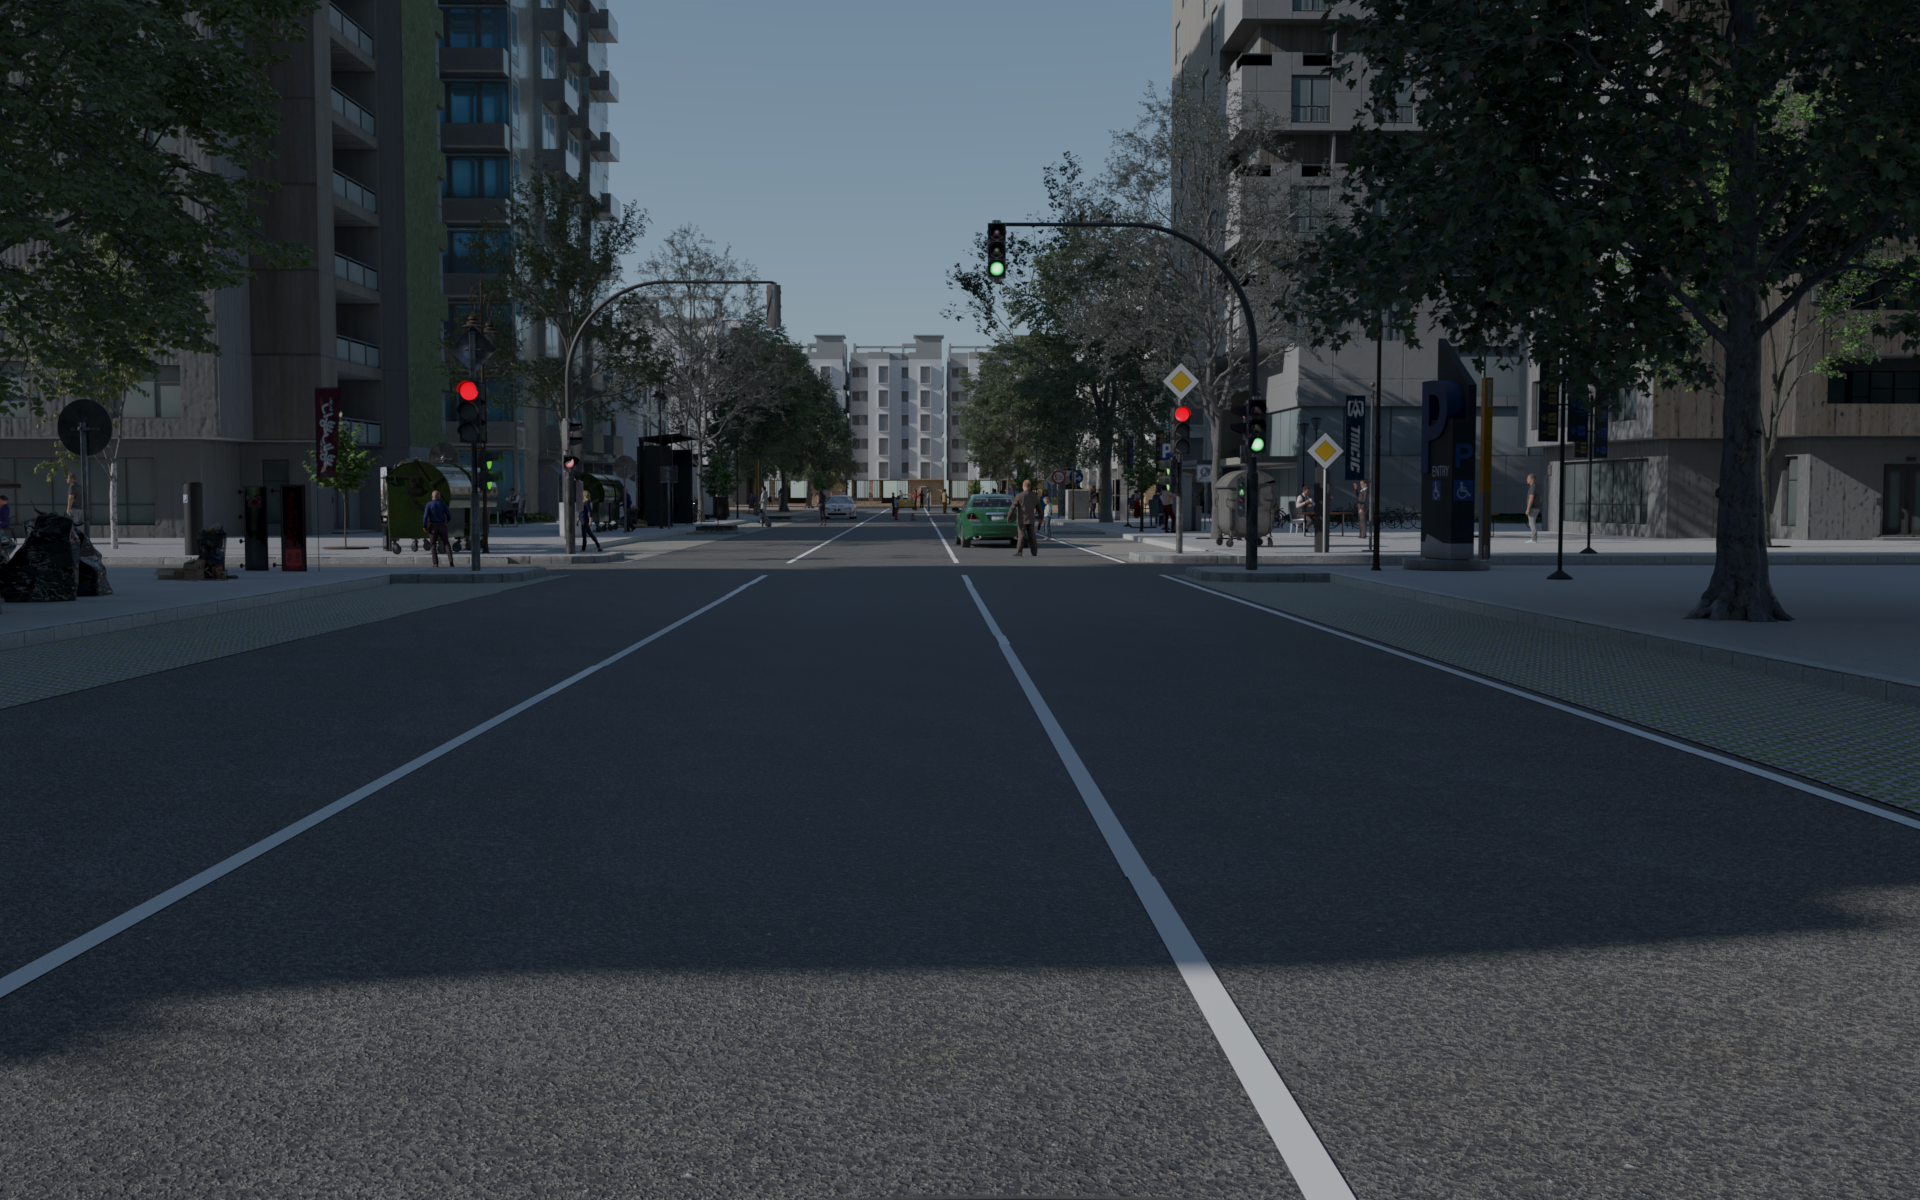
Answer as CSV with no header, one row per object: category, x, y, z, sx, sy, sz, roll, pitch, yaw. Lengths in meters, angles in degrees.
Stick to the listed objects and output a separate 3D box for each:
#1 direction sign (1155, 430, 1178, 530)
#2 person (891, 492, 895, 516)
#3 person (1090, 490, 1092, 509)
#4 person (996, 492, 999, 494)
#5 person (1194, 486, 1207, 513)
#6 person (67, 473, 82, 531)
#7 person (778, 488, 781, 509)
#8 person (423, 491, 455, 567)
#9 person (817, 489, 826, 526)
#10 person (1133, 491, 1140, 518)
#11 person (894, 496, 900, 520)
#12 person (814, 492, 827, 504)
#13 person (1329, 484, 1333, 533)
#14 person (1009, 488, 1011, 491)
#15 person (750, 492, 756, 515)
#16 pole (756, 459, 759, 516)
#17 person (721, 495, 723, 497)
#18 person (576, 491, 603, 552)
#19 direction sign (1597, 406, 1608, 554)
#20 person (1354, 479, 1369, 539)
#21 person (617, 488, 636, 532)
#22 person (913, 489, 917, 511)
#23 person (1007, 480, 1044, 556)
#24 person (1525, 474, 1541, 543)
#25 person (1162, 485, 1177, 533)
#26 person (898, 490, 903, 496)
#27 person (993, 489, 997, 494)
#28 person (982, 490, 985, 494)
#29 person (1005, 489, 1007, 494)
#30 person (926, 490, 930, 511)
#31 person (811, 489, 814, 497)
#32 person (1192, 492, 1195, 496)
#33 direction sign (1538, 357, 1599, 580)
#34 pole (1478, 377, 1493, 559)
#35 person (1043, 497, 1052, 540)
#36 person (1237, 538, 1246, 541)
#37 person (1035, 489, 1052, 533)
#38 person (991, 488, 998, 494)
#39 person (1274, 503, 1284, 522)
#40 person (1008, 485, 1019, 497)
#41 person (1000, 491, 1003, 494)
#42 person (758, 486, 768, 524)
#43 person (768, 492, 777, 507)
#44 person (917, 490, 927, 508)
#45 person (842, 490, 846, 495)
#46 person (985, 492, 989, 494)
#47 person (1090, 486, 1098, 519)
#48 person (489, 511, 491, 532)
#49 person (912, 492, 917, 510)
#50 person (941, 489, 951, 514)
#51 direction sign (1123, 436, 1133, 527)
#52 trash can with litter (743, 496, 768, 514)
direction sign,7.368,-4.271,61.820,0.876,3.537,0.379,-1,4,-22
person,-4.184,-6.112,110.694,0.388,1.546,0.482,-1,4,-14
person,11.416,-8.744,150.469,0.593,1.643,0.415,3,5,41
person,3.786,-10.590,180.128,0.756,1.711,0.436,1,4,9
person,15.982,-6.616,114.352,1.348,1.807,0.705,-3,5,-41
person,-22.436,-2.305,43.857,0.434,1.807,0.598,1,4,11
person,-13.812,-7.773,133.807,0.551,1.740,0.621,-3,4,-38
person,-10.069,-1.371,33.607,0.574,1.496,0.600,0,4,-2
person,-6.211,-4.140,77.660,0.415,1.643,0.593,1,4,11
person,9.440,-5.124,92.293,0.387,1.526,0.523,-1,4,-23
person,-3.481,-5.071,95.323,0.435,1.345,0.340,2,4,32
person,-13.777,-10.053,170.497,1.348,1.812,0.705,1,4,15
person,11.997,-3.007,56.672,0.415,1.643,0.593,1,4,17
person,4.311,-8.962,152.583,0.705,1.822,1.348,-3,4,-37
person,-12.572,-5.890,105.573,0.421,1.427,0.697,2,4,25
pole,-11.910,-6.603,101.809,0.158,3.312,0.155,0,3,0
person,-14.381,-5.974,104.664,0.436,1.711,0.756,-1,4,-17
person,-8.772,-1.826,40.895,0.613,1.512,0.480,-3,5,-42
direction sign,13.544,-2.766,37.214,0.876,3.537,0.379,-1,4,-21
person,11.540,-2.643,50.066,0.445,1.727,0.742,-2,4,-31
person,-11.286,-3.037,58.388,0.600,1.496,0.574,0,4,5
person,-3.817,-8.479,147.074,0.705,1.831,1.348,0,4,-3
person,1.490,-1.888,39.930,0.990,1.755,0.434,-2,4,-25
person,14.962,-2.393,45.300,0.598,1.807,0.434,-3,5,-42
person,6.961,-3.043,57.251,0.566,1.644,0.517,1,4,15
person,-5.942,-9.986,171.634,0.599,1.838,0.709,2,4,28
person,2.020,-5.483,98.853,0.576,1.737,0.504,1,4,20
person,1.667,-6.961,123.228,0.541,1.710,0.530,3,5,41
person,4.574,-10.061,170.988,0.568,1.767,0.683,-2,4,-27
person,-2.642,-8.210,142.815,0.705,1.814,1.350,0,4,5
person,-14.402,-9.863,167.759,0.568,1.767,0.683,-3,5,-41
person,14.780,-6.443,112.109,0.841,1.734,0.376,0,4,-7
direction sign,9.024,-2.077,25.956,0.876,3.537,0.379,-1,4,-20
pole,9.223,-2.235,30.380,0.158,3.312,0.155,0,3,0
person,2.715,-2.551,54.112,0.340,1.345,0.435,-1,4,-16
person,7.908,-2.503,47.787,0.655,1.722,0.431,-3,5,-44
person,3.087,-3.268,63.641,0.593,1.614,0.444,1,4,16
person,2.123,-6.078,107.998,0.598,1.807,0.434,-1,4,-13
person,14.472,-3.986,79.139,0.347,0.859,0.695,3,5,43
person,2.347,-4.028,74.223,0.709,1.838,0.599,-1,4,-19
person,2.500,-5.871,105.957,0.415,1.643,0.593,-2,4,-26
person,-9.455,-4.556,83.132,0.789,1.805,0.875,1,4,20
person,-18.423,-9.835,170.028,0.799,1.438,0.628,-1,4,-15
person,-3.789,-10.038,172.584,1.348,1.831,0.705,2,4,23
person,-11.751,-10.076,173.111,0.599,1.838,0.709,3,4,38
person,1.472,-5.305,97.457,0.614,1.554,0.590,2,4,25
person,6.958,-5.047,89.386,0.431,1.722,0.655,2,4,30
person,-16.008,-2.977,58.634,0.435,1.345,0.340,2,4,34
person,-3.994,-8.870,153.531,0.705,1.822,1.348,1,4,11
person,-1.034,-6.978,122.686,0.705,1.812,1.348,-2,4,-32
direction sign,6.583,-4.637,67.805,0.379,3.537,0.876,-1,4,-19
trash can with litter,-13.120,-6.087,110.586,2.233,1.210,1.678,3,5,41
